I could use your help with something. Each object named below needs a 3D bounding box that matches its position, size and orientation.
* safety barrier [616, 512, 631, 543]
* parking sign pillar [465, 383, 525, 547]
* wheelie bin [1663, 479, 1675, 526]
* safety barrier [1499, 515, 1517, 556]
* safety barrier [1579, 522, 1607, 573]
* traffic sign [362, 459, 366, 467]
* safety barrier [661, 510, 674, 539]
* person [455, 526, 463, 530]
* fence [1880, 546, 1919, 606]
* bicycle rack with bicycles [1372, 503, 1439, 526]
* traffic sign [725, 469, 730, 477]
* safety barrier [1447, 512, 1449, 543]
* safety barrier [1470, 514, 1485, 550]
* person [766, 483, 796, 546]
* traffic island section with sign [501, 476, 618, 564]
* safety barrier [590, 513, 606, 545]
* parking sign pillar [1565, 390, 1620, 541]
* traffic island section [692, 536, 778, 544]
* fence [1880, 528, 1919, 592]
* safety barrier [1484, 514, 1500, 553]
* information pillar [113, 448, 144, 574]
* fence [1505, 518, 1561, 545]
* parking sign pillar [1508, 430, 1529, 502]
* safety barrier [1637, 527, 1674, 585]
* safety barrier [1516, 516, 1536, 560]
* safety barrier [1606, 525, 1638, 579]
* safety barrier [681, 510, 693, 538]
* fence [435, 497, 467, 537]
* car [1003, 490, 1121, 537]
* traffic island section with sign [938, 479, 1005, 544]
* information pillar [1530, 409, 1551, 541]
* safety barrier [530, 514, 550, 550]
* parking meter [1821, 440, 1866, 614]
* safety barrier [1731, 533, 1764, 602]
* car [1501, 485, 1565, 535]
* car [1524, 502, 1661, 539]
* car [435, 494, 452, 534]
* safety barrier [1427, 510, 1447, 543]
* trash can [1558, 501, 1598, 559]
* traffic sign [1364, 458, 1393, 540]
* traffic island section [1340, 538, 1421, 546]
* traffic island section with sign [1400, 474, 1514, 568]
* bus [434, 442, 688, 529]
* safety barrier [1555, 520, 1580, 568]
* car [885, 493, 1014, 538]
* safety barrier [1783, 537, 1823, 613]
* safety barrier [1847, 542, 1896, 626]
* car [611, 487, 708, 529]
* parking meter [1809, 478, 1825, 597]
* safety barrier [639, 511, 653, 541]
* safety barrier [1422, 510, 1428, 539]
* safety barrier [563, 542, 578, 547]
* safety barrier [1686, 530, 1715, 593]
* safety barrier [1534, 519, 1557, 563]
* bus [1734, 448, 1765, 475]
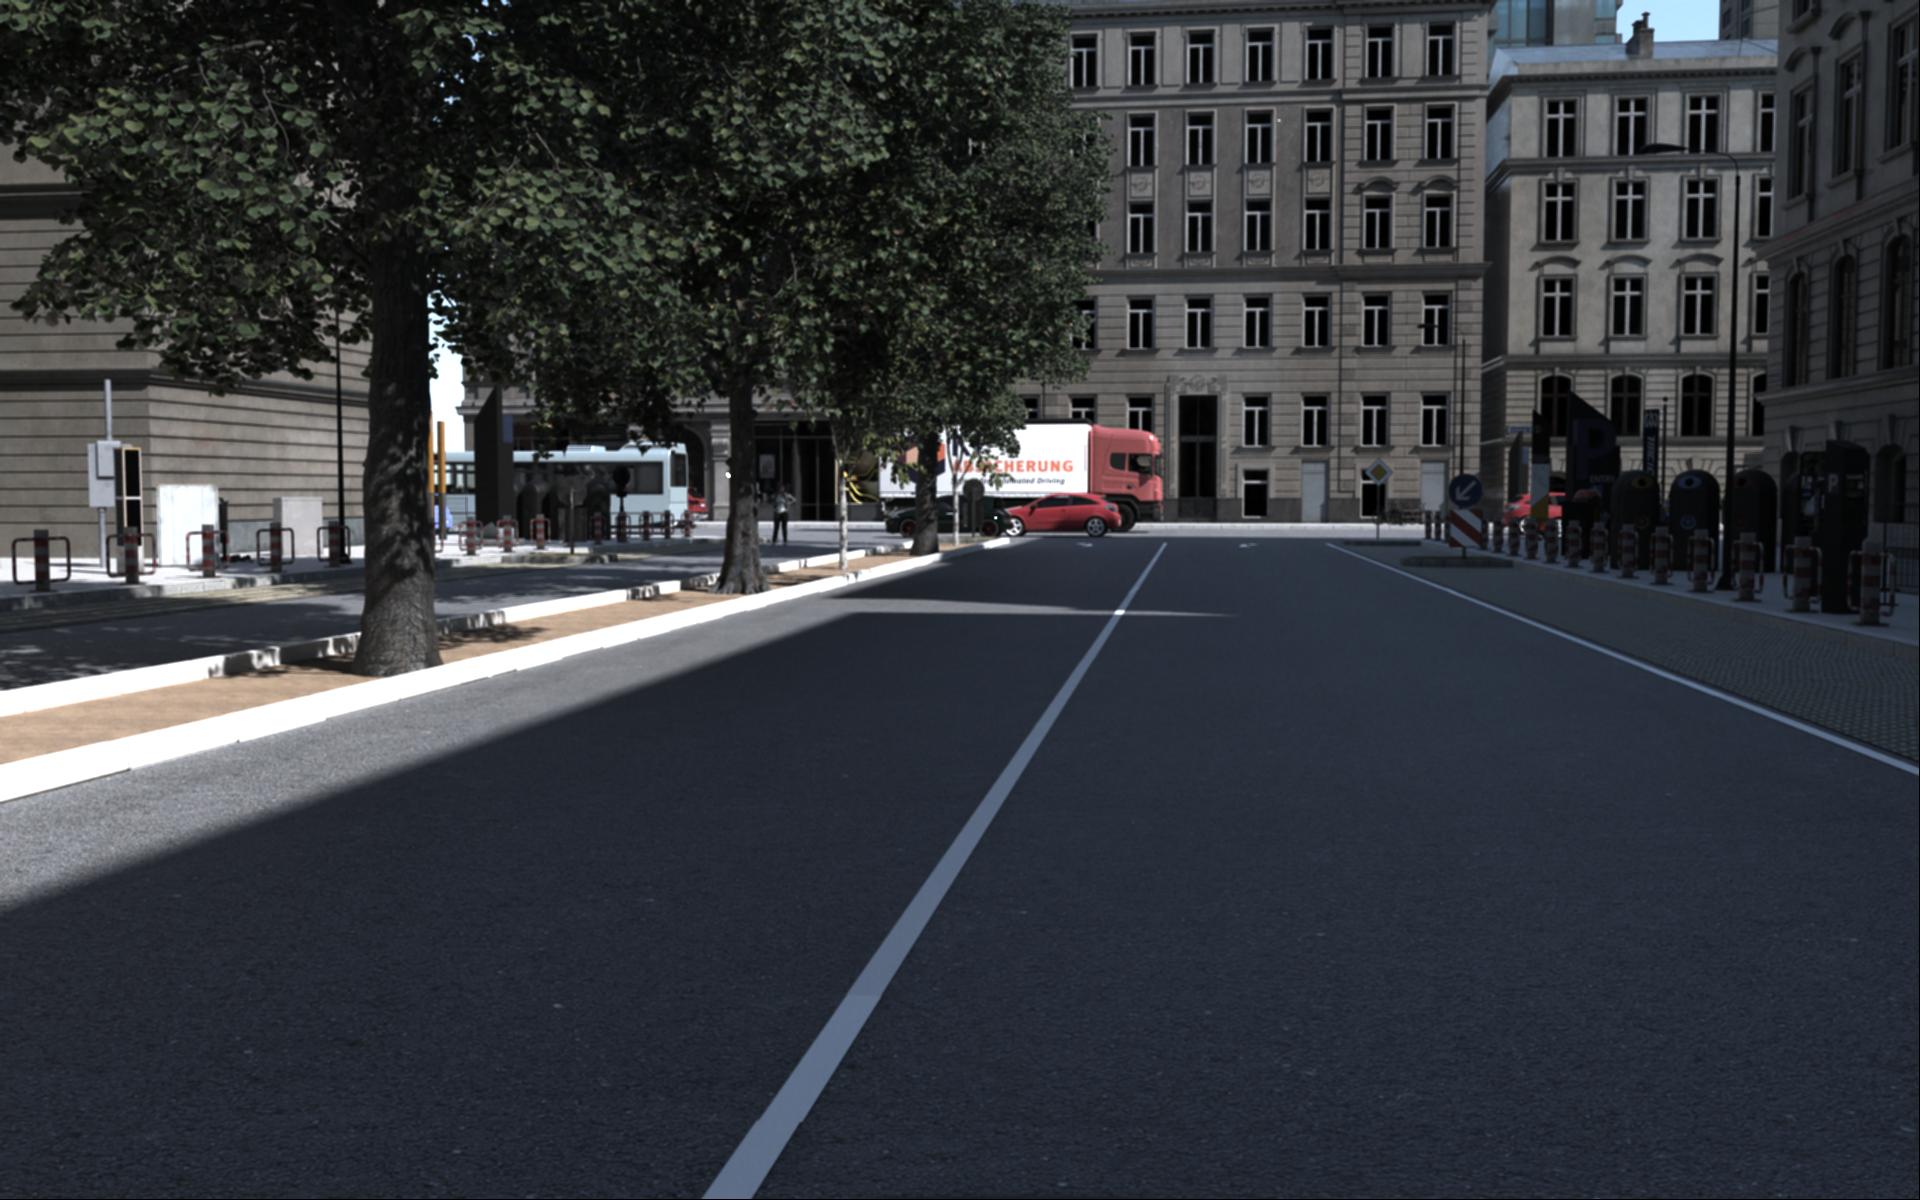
[{"bbox_3d":[-8.840,-1.907,45.457,0.300,0.817,1.120,0,4,8],"label":"safety barrier"},{"bbox_3d":[-11.536,-3.326,42.850,1.447,3.967,1.447,-3,5,-41],"label":"parking sign pillar"},{"bbox_3d":[13.466,-1.464,31.842,0.980,1.594,0.693,0,4,-6],"label":"wheelie bin"},{"bbox_3d":[11.477,-1.321,35.871,0.300,0.817,1.120,0,4,8],"label":"safety barrier"},{"bbox_3d":[10.429,-0.855,28.259,0.300,0.817,1.120,0,4,8],"label":"safety barrier"},{"bbox_3d":[-11.281,-2.070,33.849,0.884,2.594,0.081,1,4,12],"label":"traffic sign"},{"bbox_3d":[-8.320,-2.140,49.260,0.300,0.817,1.120,0,4,8],"label":"safety barrier"},{"bbox_3d":[-19.822,-3.657,68.550,0.793,1.790,0.793,0,4,-7],"label":"person"},{"bbox_3d":[10.621,-0.219,18.961,0.278,0.683,2.069,0,4,2],"label":"fence"},{"bbox_3d":[18.461,-3.565,71.666,2.925,0.926,2.852,-1,4,-10],"label":"bicycle rack with bicycles"},{"bbox_3d":[-6.555,-2.912,51.247,0.795,2.450,0.064,0,4,8],"label":"traffic sign"},{"bbox_3d":[12.524,-1.786,43.479,0.300,0.817,1.120,0,4,8],"label":"safety barrier"},{"bbox_3d":[11.999,-1.554,39.679,0.300,0.817,1.120,0,4,8],"label":"safety barrier"},{"bbox_3d":[-4.979,-2.381,48.159,0.841,1.734,0.376,0,4,0],"label":"person"},{"bbox_3d":[-8.302,-1.695,36.338,1.989,1.847,2.006,0,4,8],"label":"traffic island section with sign"},{"bbox_3d":[-9.104,-1.791,43.559,0.300,0.817,1.120,0,4,8],"label":"safety barrier"},{"bbox_3d":[16.427,-3.455,44.957,1.447,3.967,1.447,-1,4,-9],"label":"parking sign pillar"},{"bbox_3d":[-6.580,-1.776,51.312,2.009,0.180,2.903,0,4,8],"label":"traffic island section"},{"bbox_3d":[12.644,-0.653,21.878,0.480,1.192,2.264,-2,4,-26],"label":"fence"},{"bbox_3d":[11.739,-1.438,37.780,0.300,0.817,1.120,0,4,8],"label":"safety barrier"},{"bbox_3d":[-13.206,-1.408,27.518,0.304,2.012,0.304,3,4,37],"label":"information pillar"},{"bbox_3d":[14.387,-1.667,42.634,0.278,0.683,2.069,-3,4,-38],"label":"fence"},{"bbox_3d":[23.854,-5.232,74.016,1.447,3.967,1.447,0,4,-2],"label":"parking sign pillar"},{"bbox_3d":[9.908,-0.623,24.460,0.300,0.817,1.120,0,4,8],"label":"safety barrier"},{"bbox_3d":[11.213,-1.205,33.972,0.300,0.817,1.120,0,4,8],"label":"safety barrier"},{"bbox_3d":[10.168,-0.739,26.359,0.300,0.817,1.120,0,4,8],"label":"safety barrier"},{"bbox_3d":[-8.057,-2.256,51.159,0.300,0.817,1.120,0,4,8],"label":"safety barrier"},{"bbox_3d":[-15.493,-2.466,51.524,0.480,1.192,2.264,2,4,33],"label":"fence"},{"bbox_3d":[3.202,-3.027,58.538,4.494,1.783,2.155,1,4,8],"label":"car"},{"bbox_3d":[0.311,-2.597,50.605,2.006,1.907,1.989,0,4,8],"label":"traffic island section with sign"},{"bbox_3d":[15.900,-3.434,47.495,0.504,3.616,0.183,1,4,20],"label":"information pillar"},{"bbox_3d":[-9.629,-1.558,39.746,0.300,0.817,1.120,0,4,8],"label":"safety barrier"},{"bbox_3d":[9.464,-0.785,18.548,0.255,1.863,0.399,0,4,-5],"label":"parking meter"},{"bbox_3d":[9.387,-0.390,20.651,0.300,0.817,1.120,0,4,8],"label":"safety barrier"},{"bbox_3d":[21.218,-3.147,60.494,4.494,1.783,2.155,1,4,9],"label":"car"},{"bbox_3d":[20.627,-2.886,56.223,4.494,1.783,2.155,0,4,7],"label":"car"},{"bbox_3d":[-18.949,-2.957,57.937,3.694,1.707,1.945,1,4,10],"label":"car"},{"bbox_3d":[13.049,-2.019,47.278,0.300,0.817,1.120,0,4,8],"label":"safety barrier"},{"bbox_3d":[12.216,-1.383,34.261,0.748,1.137,0.748,0,3,0],"label":"trash can"},{"bbox_3d":[11.764,-2.757,48.717,0.795,2.450,0.064,0,4,8],"label":"traffic sign"},{"bbox_3d":[11.789,-1.621,48.791,2.009,0.180,2.903,0,4,8],"label":"traffic island section"},{"bbox_3d":[9.829,-1.580,34.465,1.989,1.847,2.006,0,4,8],"label":"traffic island section with sign"},{"bbox_3d":[-16.714,-4.174,63.105,13.247,3.499,2.948,0,4,6],"label":"bus"},{"bbox_3d":[10.692,-0.972,30.167,0.300,0.817,1.120,0,4,8],"label":"safety barrier"},{"bbox_3d":[-0.343,-2.870,56.707,4.222,1.686,2.009,0,4,7],"label":"car"},{"bbox_3d":[9.119,-0.274,18.753,0.300,0.817,1.120,0,4,8],"label":"safety barrier"},{"bbox_3d":[8.863,-0.158,16.854,0.300,0.817,1.120,0,4,8],"label":"safety barrier"},{"bbox_3d":[-13.315,-3.942,73.123,5.304,1.827,2.281,1,4,8],"label":"car"},{"bbox_3d":[10.815,-0.810,21.649,0.372,1.533,0.369,0,3,0],"label":"parking meter"},{"bbox_3d":[-8.578,-2.024,47.361,0.300,0.817,1.120,0,4,8],"label":"safety barrier"},{"bbox_3d":[13.301,-2.135,49.178,0.300,0.817,1.120,0,4,8],"label":"safety barrier"},{"bbox_3d":[-9.364,-1.675,41.660,0.300,0.817,1.120,0,4,8],"label":"safety barrier"},{"bbox_3d":[9.646,-0.506,22.551,0.300,0.817,1.120,0,4,8],"label":"safety barrier"},{"bbox_3d":[10.952,-1.088,32.067,0.300,0.817,1.120,0,4,8],"label":"safety barrier"},{"bbox_3d":[35.168,-4.227,63.969,13.247,3.499,2.948,0,4,7],"label":"bus"}]
